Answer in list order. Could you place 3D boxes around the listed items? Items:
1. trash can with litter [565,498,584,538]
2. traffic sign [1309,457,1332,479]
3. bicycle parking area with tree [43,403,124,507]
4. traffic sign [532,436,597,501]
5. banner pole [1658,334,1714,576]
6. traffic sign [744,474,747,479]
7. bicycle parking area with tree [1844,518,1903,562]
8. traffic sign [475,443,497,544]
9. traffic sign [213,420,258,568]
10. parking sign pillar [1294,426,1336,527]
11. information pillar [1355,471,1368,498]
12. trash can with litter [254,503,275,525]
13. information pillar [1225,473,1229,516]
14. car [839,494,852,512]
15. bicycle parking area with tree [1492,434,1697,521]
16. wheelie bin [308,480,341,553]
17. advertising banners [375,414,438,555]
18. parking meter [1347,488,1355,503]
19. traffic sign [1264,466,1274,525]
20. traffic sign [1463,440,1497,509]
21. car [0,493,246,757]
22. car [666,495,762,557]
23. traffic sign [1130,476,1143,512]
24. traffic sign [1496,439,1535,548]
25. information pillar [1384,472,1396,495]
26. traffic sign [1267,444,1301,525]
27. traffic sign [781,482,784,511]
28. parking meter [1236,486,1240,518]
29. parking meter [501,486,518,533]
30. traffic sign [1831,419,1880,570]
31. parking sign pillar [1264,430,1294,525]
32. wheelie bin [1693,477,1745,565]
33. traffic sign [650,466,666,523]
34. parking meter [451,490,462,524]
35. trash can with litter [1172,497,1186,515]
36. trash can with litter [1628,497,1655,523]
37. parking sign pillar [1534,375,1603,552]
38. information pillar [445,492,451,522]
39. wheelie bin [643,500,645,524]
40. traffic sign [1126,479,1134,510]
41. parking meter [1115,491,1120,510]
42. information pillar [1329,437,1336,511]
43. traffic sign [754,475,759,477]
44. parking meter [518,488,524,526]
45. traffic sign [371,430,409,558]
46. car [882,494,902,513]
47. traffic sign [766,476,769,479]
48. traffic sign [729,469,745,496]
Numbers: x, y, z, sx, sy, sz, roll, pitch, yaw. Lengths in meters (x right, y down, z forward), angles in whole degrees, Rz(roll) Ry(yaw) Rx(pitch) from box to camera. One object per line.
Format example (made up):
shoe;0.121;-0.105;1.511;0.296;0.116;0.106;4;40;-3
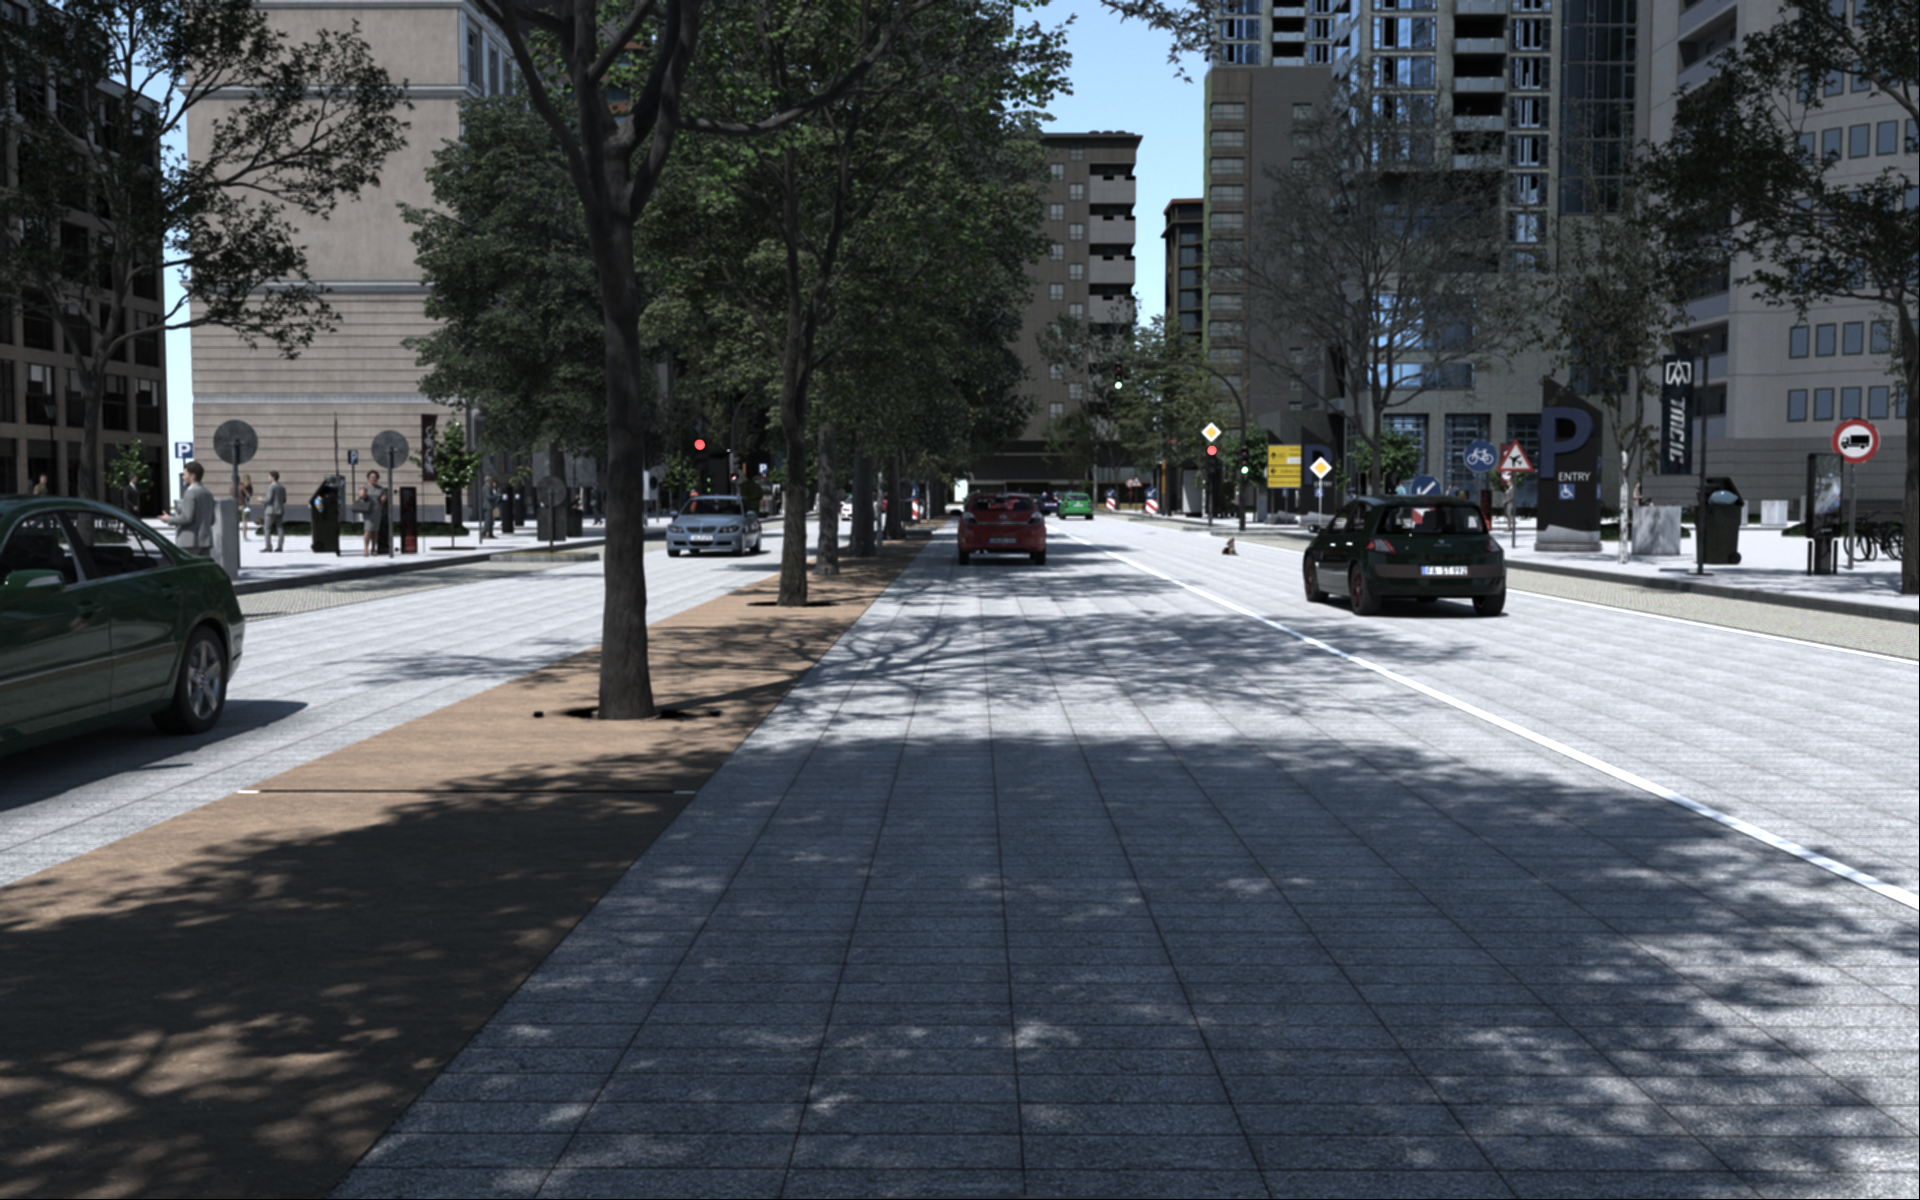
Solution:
trash can with litter;-11.612;-2.425;51.033;1.055;1.170;0.624;-1;4;-15
traffic sign;12.652;-3.728;60.690;0.795;2.593;0.064;0;4;3
bicycle parking area with tree;-31.408;-4.149;54.841;8.231;4.147;9.016;1;4;14
traffic sign;-13.801;-4.070;60.415;2.265;3.308;0.079;0;4;3
banner pole;11.464;-2.280;27.293;0.863;3.779;0.401;1;4;18
traffic sign;-12.899;-6.221;101.812;0.768;2.556;0.104;0;4;6
bicycle parking area with tree;21.914;-2.778;32.423;9.016;4.147;8.231;-2;4;-26
traffic sign;-12.319;-2.719;44.453;0.884;2.594;0.081;0;4;2
traffic sign;-12.466;-1.817;29.816;0.768;2.556;0.104;0;4;1
parking sign pillar;14.047;-4.859;67.913;1.447;3.967;1.447;0;4;2
information pillar;13.051;-3.172;56.349;0.304;2.012;0.304;-1;4;-9
trash can with litter;-28.383;-3.640;70.904;1.055;1.170;0.624;0;4;4
information pillar;15.846;-6.822;102.889;0.183;3.616;0.504;1;4;17
car;-8.243;-7.598;133.015;1.959;1.807;4.718;0;4;2
bicycle parking area with tree;31.539;-6.023;85.479;9.016;4.147;8.231;-1;4;-17
wheelie bin;-13.989;-1.851;38.176;0.693;1.594;0.980;-2;4;-23
advertising banners;-11.910;-2.514;37.293;0.090;3.025;2.074;1;4;23
parking meter;15.435;-3.660;68.251;0.372;1.533;0.369;0;3;0
traffic sign;12.896;-4.362;71.432;0.768;2.556;0.104;0;4;2
traffic sign;12.240;-2.491;40.826;0.768;2.556;0.104;0;4;7
car;-5.422;0.169;9.037;2.131;1.459;4.920;0;4;0
car;-5.775;-1.777;41.062;2.014;1.417;4.499;0;4;1
traffic sign;12.547;-7.535;123.202;0.884;2.594;0.081;0;4;8
traffic sign;13.075;-2.498;40.840;0.884;2.594;0.081;0;4;6
information pillar;14.570;-3.317;58.728;0.304;2.012;0.304;-2;4;-31
traffic sign;13.720;-4.717;70.999;2.265;3.308;0.079;1;4;10
traffic sign;-13.185;-7.793;127.521;0.768;2.556;0.104;1;4;9
parking meter;14.732;-5.223;91.103;0.399;1.863;0.255;-1;4;-12
parking meter;-14.798;-2.951;56.657;0.372;1.533;0.369;0;3;0
traffic sign;15.114;-1.787;29.318;0.768;2.556;0.104;1;4;10
parking sign pillar;13.667;-5.203;73.539;1.447;3.967;1.447;-2;4;-35
wheelie bin;13.846;-1.451;31.639;0.693;1.594;0.980;-1;4;-14
traffic sign;-13.606;-4.756;77.862;0.768;2.556;0.104;0;4;1
parking meter;-17.508;-3.169;60.224;0.372;1.533;0.369;0;3;0
trash can with litter;14.936;-6.111;110.965;1.678;1.210;2.233;-2;4;-27
trash can with litter;26.599;-3.443;67.683;1.055;1.170;0.624;2;4;31
parking sign pillar;13.627;-3.072;38.704;1.447;3.967;1.447;2;4;35
information pillar;-20.296;-3.934;68.814;0.304;2.012;0.304;0;4;-7
wheelie bin;-13.582;-3.995;73.227;0.980;1.594;0.693;-1;4;-20
traffic sign;13.958;-8.678;141.991;0.768;2.556;0.104;0;4;6
parking meter;12.949;-8.189;142.296;0.372;1.533;0.369;0;3;0
information pillar;15.169;-4.862;70.854;0.183;3.616;0.504;-3;5;-44
traffic sign;-13.637;-7.129;116.667;0.768;2.556;0.104;0;4;5
parking meter;-17.509;-3.692;68.773;0.372;1.533;0.369;0;3;0
traffic sign;-11.416;-2.116;34.698;0.768;2.556;0.104;0;4;5
car;-4.991;-7.381;129.715;2.155;1.783;4.494;0;4;0
traffic sign;-13.341;-7.221;118.168;0.768;2.556;0.104;1;4;10
traffic sign;-11.188;-5.309;86.915;0.768;2.556;0.104;0;4;3
